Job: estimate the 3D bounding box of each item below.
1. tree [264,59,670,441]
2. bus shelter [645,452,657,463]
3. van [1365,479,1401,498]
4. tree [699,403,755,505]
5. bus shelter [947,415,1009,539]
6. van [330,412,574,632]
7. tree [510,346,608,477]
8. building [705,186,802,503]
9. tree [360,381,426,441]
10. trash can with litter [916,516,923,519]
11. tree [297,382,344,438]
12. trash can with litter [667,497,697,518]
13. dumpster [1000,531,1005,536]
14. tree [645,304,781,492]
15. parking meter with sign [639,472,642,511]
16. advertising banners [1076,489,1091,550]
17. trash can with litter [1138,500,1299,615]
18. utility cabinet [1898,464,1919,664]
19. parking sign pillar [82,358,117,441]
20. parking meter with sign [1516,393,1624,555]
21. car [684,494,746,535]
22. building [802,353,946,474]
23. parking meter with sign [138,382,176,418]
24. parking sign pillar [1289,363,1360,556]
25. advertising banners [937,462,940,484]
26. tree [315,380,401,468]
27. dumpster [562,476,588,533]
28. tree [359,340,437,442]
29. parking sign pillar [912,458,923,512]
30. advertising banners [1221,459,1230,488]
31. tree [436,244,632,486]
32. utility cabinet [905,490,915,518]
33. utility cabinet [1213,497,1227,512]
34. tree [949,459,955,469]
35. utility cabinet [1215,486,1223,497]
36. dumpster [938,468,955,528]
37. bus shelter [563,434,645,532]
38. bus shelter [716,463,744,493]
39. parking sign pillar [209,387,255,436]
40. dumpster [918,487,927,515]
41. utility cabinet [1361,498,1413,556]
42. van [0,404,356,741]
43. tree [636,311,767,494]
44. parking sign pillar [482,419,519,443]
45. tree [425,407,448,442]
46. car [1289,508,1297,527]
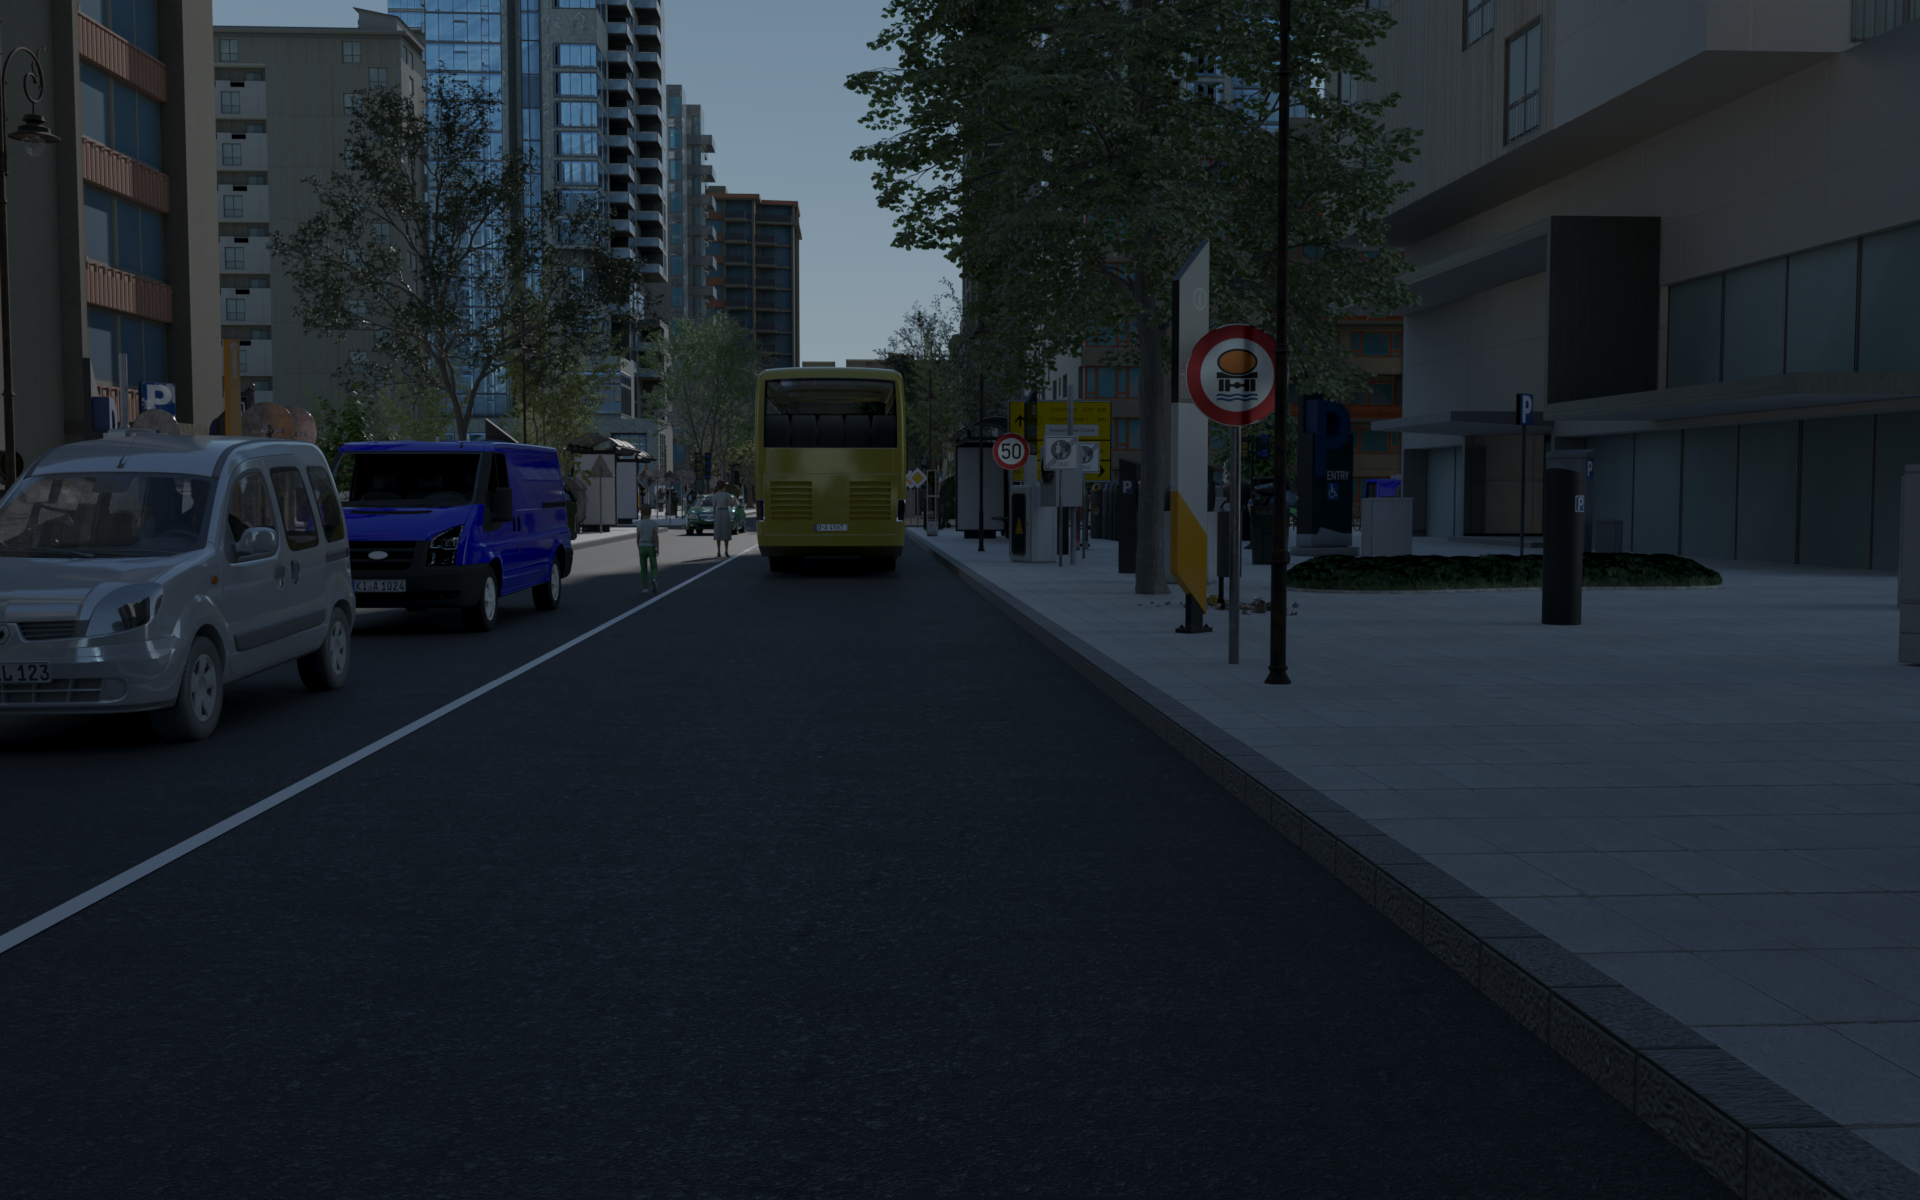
[{"bbox_3d":[-10.433,-6.259,36.754,8.767,10.594,7.601,-1,4,-14],"label":"tree"},{"bbox_3d":[-14.533,-4.996,75.613,2.014,3.302,5.546,0,4,-3],"label":"bus shelter"},{"bbox_3d":[19.370,-4.089,71.246,5.245,2.365,2.240,0,4,-4],"label":"van"},{"bbox_3d":[-17.220,-10.827,127.380,4.360,8.622,3.978,0,3,0],"label":"tree"},{"bbox_3d":[0.800,-3.269,47.378,2.014,3.302,5.546,0,4,-3],"label":"bus shelter"},{"bbox_3d":[-5.873,-0.941,19.770,2.240,2.365,5.245,0,4,-2],"label":"van"},{"bbox_3d":[-19.258,-8.179,84.089,4.360,8.622,3.978,0,3,0],"label":"tree"},{"bbox_3d":[-37.214,-36.318,248.423,28.867,44.769,22.147,0,4,-3],"label":"building"},{"bbox_3d":[-36.327,-9.653,108.192,4.360,8.622,3.978,0,3,0],"label":"tree"},{"bbox_3d":[-1.779,-4.759,88.873,1.678,1.210,2.233,2,4,24],"label":"trash can with litter"},{"bbox_3d":[-42.251,-9.949,113.022,4.737,8.622,4.395,0,3,0],"label":"tree"},{"bbox_3d":[-14.584,-4.991,92.659,2.233,1.210,1.678,1,4,23],"label":"trash can with litter"},{"bbox_3d":[0.880,-2.818,51.826,1.264,1.857,1.865,0,4,-3],"label":"dumpster"},{"bbox_3d":[-15.372,-12.301,111.483,12.009,13.543,11.850,0,3,0],"label":"tree"},{"bbox_3d":[-25.049,-8.447,134.375,0.543,3.016,1.738,2,4,25],"label":"parking meter with sign"},{"bbox_3d":[2.683,-2.653,39.556,0.090,3.025,2.074,1,4,19],"label":"advertising banners"},{"bbox_3d":[3.032,-0.501,19.252,1.678,1.210,2.233,-1,4,-12],"label":"trash can with litter"},{"bbox_3d":[7.455,-0.234,12.507,0.318,1.500,1.173,-2,4,-29],"label":"utility cabinet"},{"bbox_3d":[-17.332,-2.843,34.963,1.447,3.967,1.447,-1,4,-19],"label":"parking sign pillar"},{"bbox_3d":[10.431,-2.039,29.605,1.738,3.016,0.543,3,5,40],"label":"parking meter with sign"},{"bbox_3d":[-8.744,-3.083,62.202,2.131,1.459,4.920,0,4,-2],"label":"car"},{"bbox_3d":[-8.569,-25.007,253.895,28.899,21.520,27.650,0,4,-3],"label":"building"},{"bbox_3d":[-13.200,-1.921,27.671,1.738,3.016,0.543,3,4,38],"label":"parking meter with sign"},{"bbox_3d":[7.611,-2.911,36.062,1.447,3.967,1.447,-3,4,-38],"label":"parking sign pillar"},{"bbox_3d":[-1.006,-5.891,92.509,0.090,3.025,2.074,-1,4,-10],"label":"advertising banners"},{"bbox_3d":[-10.290,-2.136,29.526,1.663,3.219,1.824,0,3,0],"label":"tree"},{"bbox_3d":[-13.009,-3.133,56.985,1.264,1.857,1.865,0,4,-4],"label":"dumpster"},{"bbox_3d":[-23.873,-7.814,78.128,4.737,8.622,4.395,0,3,0],"label":"tree"},{"bbox_3d":[-3.151,-8.395,125.734,1.447,3.967,1.447,-1,4,-14],"label":"parking sign pillar"},{"bbox_3d":[12.007,-4.795,74.590,0.090,3.025,2.074,-3,5,-42],"label":"advertising banners"},{"bbox_3d":[-12.084,-6.145,50.839,4.737,8.622,4.395,0,3,0],"label":"tree"},{"bbox_3d":[-2.947,-5.147,92.837,1.173,1.500,0.318,-3,5,-42],"label":"utility cabinet"},{"bbox_3d":[4.731,-1.406,34.148,1.020,1.237,0.306,-1,4,-20],"label":"utility cabinet"},{"bbox_3d":[0.729,-8.876,128.833,4.285,4.588,4.351,0,3,0],"label":"tree"},{"bbox_3d":[6.339,-2.250,45.471,1.173,1.500,0.318,-2,4,-25],"label":"utility cabinet"},{"bbox_3d":[-0.079,-3.839,65.259,1.502,2.255,1.985,0,4,-4],"label":"dumpster"},{"bbox_3d":[-12.529,-4.100,60.952,2.014,3.302,5.546,0,4,-4],"label":"bus shelter"},{"bbox_3d":[-17.703,-8.711,133.709,1.731,3.624,6.357,0,4,-3],"label":"bus shelter"},{"bbox_3d":[-17.971,-3.320,42.756,1.447,3.967,1.447,1,4,15],"label":"parking sign pillar"},{"bbox_3d":[-1.955,-6.121,105.832,1.264,1.857,1.865,0,4,-3],"label":"dumpster"},{"bbox_3d":[7.802,-1.254,31.672,1.020,1.237,0.306,-2,4,-30],"label":"utility cabinet"},{"bbox_3d":[-5.296,-0.264,11.326,2.013,2.044,4.112,0,4,-3],"label":"van"},{"bbox_3d":[-14.651,-10.624,99.453,9.928,11.665,9.643,0,3,0],"label":"tree"},{"bbox_3d":[-16.330,-4.472,61.592,1.447,3.967,1.447,1,4,17],"label":"parking sign pillar"},{"bbox_3d":[-43.123,-11.506,138.477,4.360,8.622,3.978,0,3,0],"label":"tree"},{"bbox_3d":[11.439,-3.671,68.809,4.718,1.807,1.959,0,4,-5],"label":"car"}]
